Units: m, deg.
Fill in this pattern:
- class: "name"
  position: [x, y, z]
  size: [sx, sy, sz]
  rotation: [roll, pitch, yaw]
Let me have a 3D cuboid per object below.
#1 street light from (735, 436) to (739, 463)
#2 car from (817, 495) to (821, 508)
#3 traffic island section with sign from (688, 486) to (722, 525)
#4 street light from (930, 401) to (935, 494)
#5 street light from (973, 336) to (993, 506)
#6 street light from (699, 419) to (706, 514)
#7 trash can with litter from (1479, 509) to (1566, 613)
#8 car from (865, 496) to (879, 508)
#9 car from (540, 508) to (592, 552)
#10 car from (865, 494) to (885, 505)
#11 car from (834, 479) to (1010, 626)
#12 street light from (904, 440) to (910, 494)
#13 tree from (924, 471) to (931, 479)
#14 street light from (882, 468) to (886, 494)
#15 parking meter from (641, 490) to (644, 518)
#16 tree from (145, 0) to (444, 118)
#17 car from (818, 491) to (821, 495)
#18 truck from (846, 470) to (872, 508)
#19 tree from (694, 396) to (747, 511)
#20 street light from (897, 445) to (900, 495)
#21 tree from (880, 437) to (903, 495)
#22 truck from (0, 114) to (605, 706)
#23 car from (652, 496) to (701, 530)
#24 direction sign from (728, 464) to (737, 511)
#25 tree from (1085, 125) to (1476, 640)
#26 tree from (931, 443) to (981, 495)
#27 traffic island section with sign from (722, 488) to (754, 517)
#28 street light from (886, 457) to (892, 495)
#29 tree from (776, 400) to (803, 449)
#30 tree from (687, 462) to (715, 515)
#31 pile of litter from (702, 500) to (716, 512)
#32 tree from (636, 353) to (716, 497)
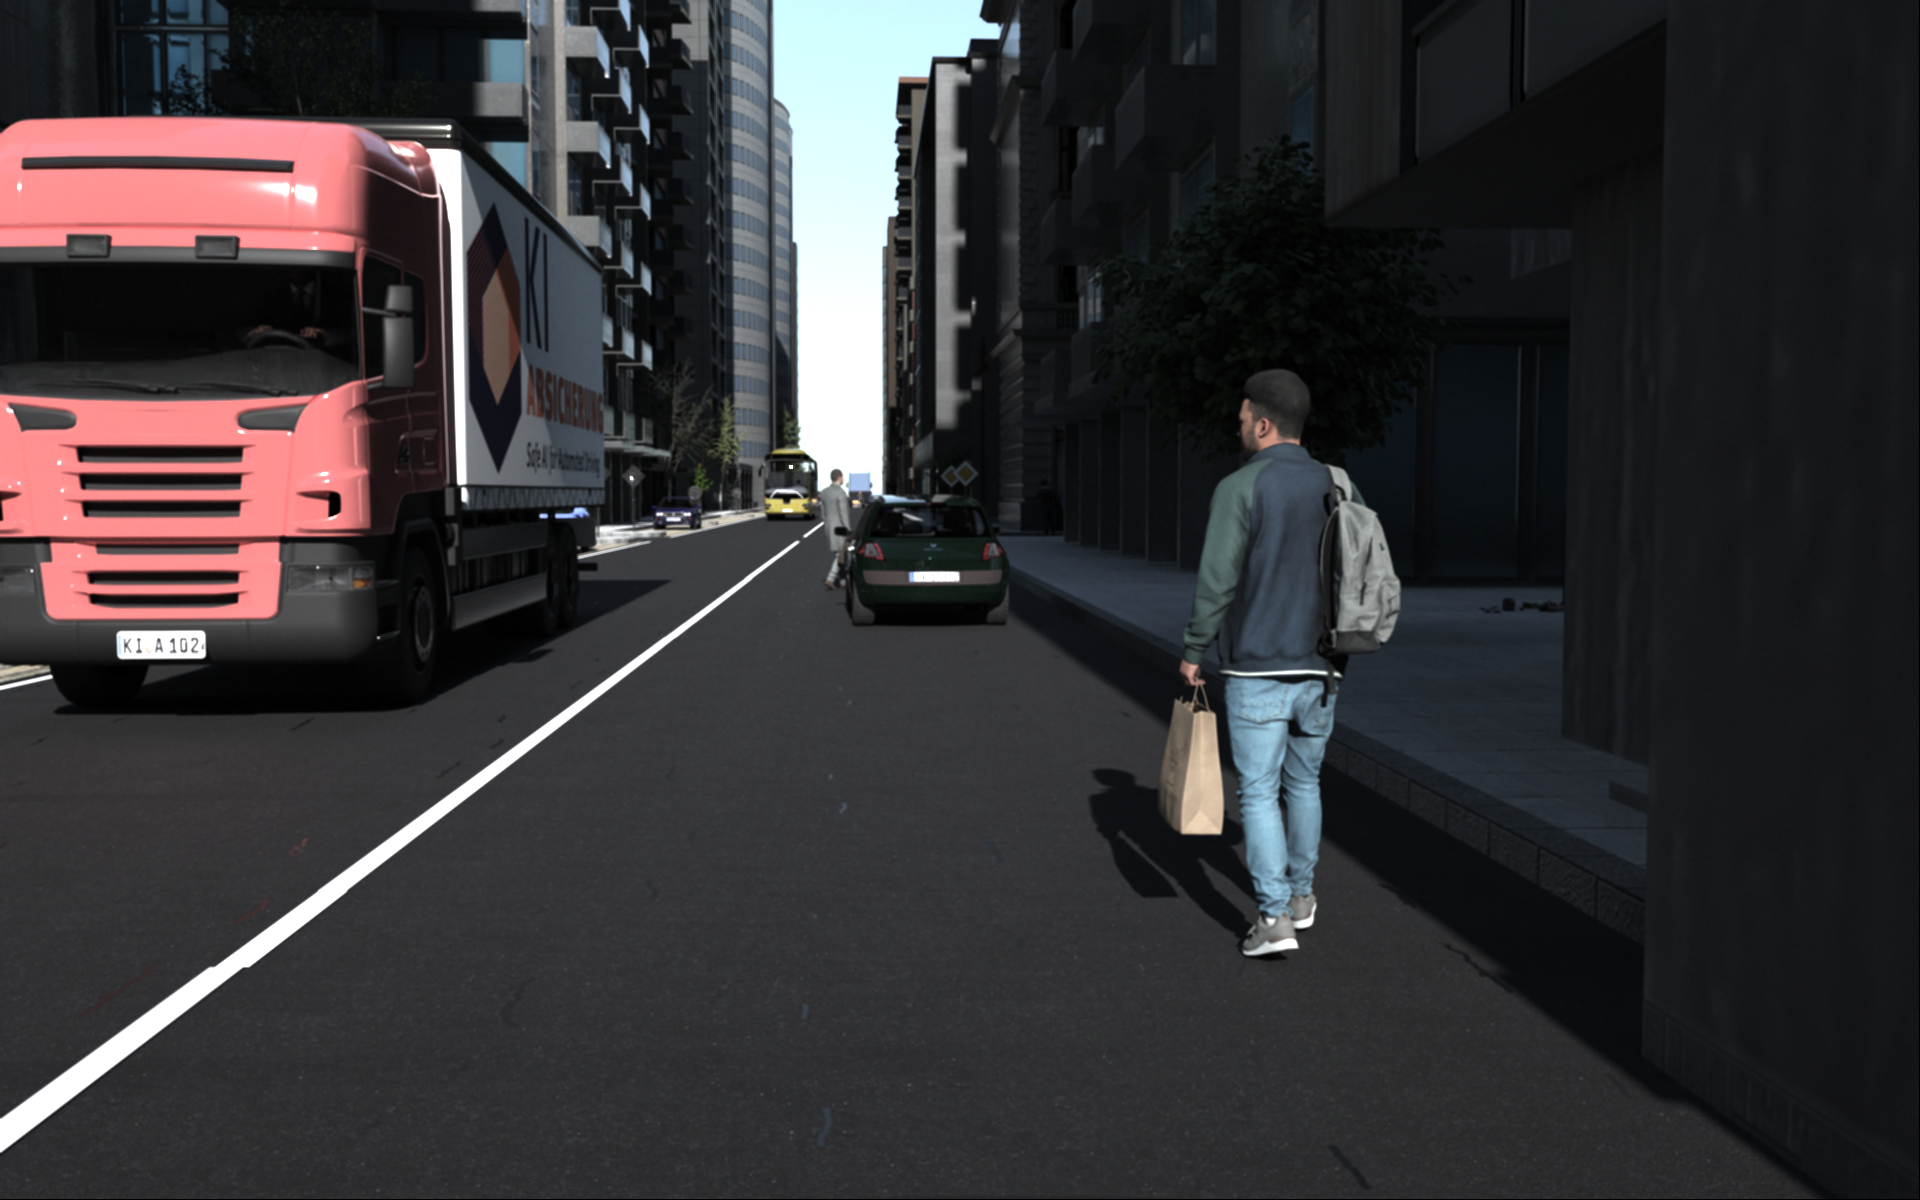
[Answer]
- class: "street light"
  position: [-17.390, -9.942, 135.343]
  size: [0.468, 5.910, 1.993]
  rotation: [0, 4, -3]
- class: "car"
  position: [-12.761, -8.570, 152.694]
  size: [1.945, 1.354, 3.894]
  rotation: [0, 4, -4]
- class: "traffic island section with sign"
  position: [-12.293, -4.402, 80.594]
  size: [1.989, 1.847, 2.006]
  rotation: [0, 4, -3]
- class: "street light"
  position: [-1.276, -6.908, 85.728]
  size: [0.468, 5.910, 1.993]
  rotation: [0, 4, -3]
- class: "street light"
  position: [0.671, -4.764, 50.685]
  size: [0.468, 5.910, 1.993]
  rotation: [0, 4, -3]
- class: "street light"
  position: [-15.850, -8.200, 106.854]
  size: [0.468, 5.910, 1.993]
  rotation: [0, 4, -3]
- class: "trash can with litter"
  position: [6.580, -0.506, 19.325]
  size: [2.233, 1.210, 1.678]
  rotation: [-2, 4, -26]
- class: "car"
  position: [-5.164, -6.078, 111.958]
  size: [1.945, 1.354, 3.894]
  rotation: [0, 4, -1]
- class: "car"
  position: [-9.845, -1.936, 41.247]
  size: [1.945, 1.707, 3.694]
  rotation: [0, 4, -3]
- class: "car"
  position: [-5.795, -6.819, 123.500]
  size: [2.014, 1.417, 4.499]
  rotation: [0, 4, -3]
- class: "car"
  position: [-0.455, -0.640, 20.252]
  size: [2.009, 1.686, 4.222]
  rotation: [0, 4, -5]
- class: "street light"
  position: [-4.089, -9.845, 133.761]
  size: [0.468, 5.910, 1.993]
  rotation: [0, 4, -3]
- class: "tree"
  position: [-0.466, -4.791, 72.935]
  size: [1.663, 3.219, 1.824]
  rotation: [0, 3, 0]
- class: "street light"
  position: [-10.371, -16.572, 243.732]
  size: [0.468, 5.910, 1.993]
  rotation: [0, 4, -3]
- class: "parking meter"
  position: [-17.103, -5.148, 92.575]
  size: [0.372, 1.533, 0.369]
  rotation: [0, 3, 0]
- class: "tree"
  position: [-12.494, -5.996, 32.444]
  size: [8.767, 10.594, 7.601]
  rotation: [1, 4, 15]
- class: "car"
  position: [-16.295, -12.118, 206.794]
  size: [2.281, 1.827, 5.304]
  rotation: [0, 4, -4]
- class: "truck"
  position: [-10.700, -12.101, 187.609]
  size: [2.967, 4.110, 18.799]
  rotation: [0, 4, -5]
- class: "tree"
  position: [-17.778, -10.885, 128.325]
  size: [4.737, 8.622, 4.395]
  rotation: [0, 3, 0]
- class: "street light"
  position: [-5.720, -11.553, 161.676]
  size: [0.468, 5.910, 1.993]
  rotation: [0, 4, -3]
- class: "tree"
  position: [-8.013, -16.541, 220.802]
  size: [4.360, 8.622, 3.978]
  rotation: [0, 3, 0]
- class: "truck"
  position: [-5.103, -1.607, 15.183]
  size: [2.839, 4.237, 11.283]
  rotation: [0, 4, -4]
- class: "car"
  position: [-11.472, -3.533, 70.337]
  size: [1.945, 1.354, 3.894]
  rotation: [0, 4, -4]
- class: "direction sign"
  position: [-17.317, -8.564, 132.010]
  size: [0.379, 3.537, 0.876]
  rotation: [3, 4, 37]
- class: "tree"
  position: [2.901, -1.944, 15.504]
  size: [4.285, 4.588, 4.351]
  rotation: [0, 3, 0]
- class: "tree"
  position: [-0.039, -4.342, 65.587]
  size: [1.663, 3.219, 1.824]
  rotation: [0, 3, 0]
- class: "traffic island section with sign"
  position: [-13.868, -6.079, 108.025]
  size: [1.989, 1.847, 2.006]
  rotation: [0, 4, -3]
- class: "street light"
  position: [-8.409, -14.514, 210.097]
  size: [0.468, 5.910, 1.993]
  rotation: [0, 4, -3]
- class: "tree"
  position: [-22.576, -17.827, 209.592]
  size: [7.486, 12.596, 7.792]
  rotation: [0, 3, 0]
- class: "tree"
  position: [-15.648, -6.739, 104.792]
  size: [1.663, 3.219, 1.824]
  rotation: [0, 3, 0]
- class: "pile of litter"
  position: [-18.749, -6.910, 126.948]
  size: [1.719, 0.858, 1.176]
  rotation: [0, 4, -4]
- class: "tree"
  position: [-15.099, -8.615, 91.219]
  size: [4.360, 8.622, 3.978]
  rotation: [0, 3, 0]
